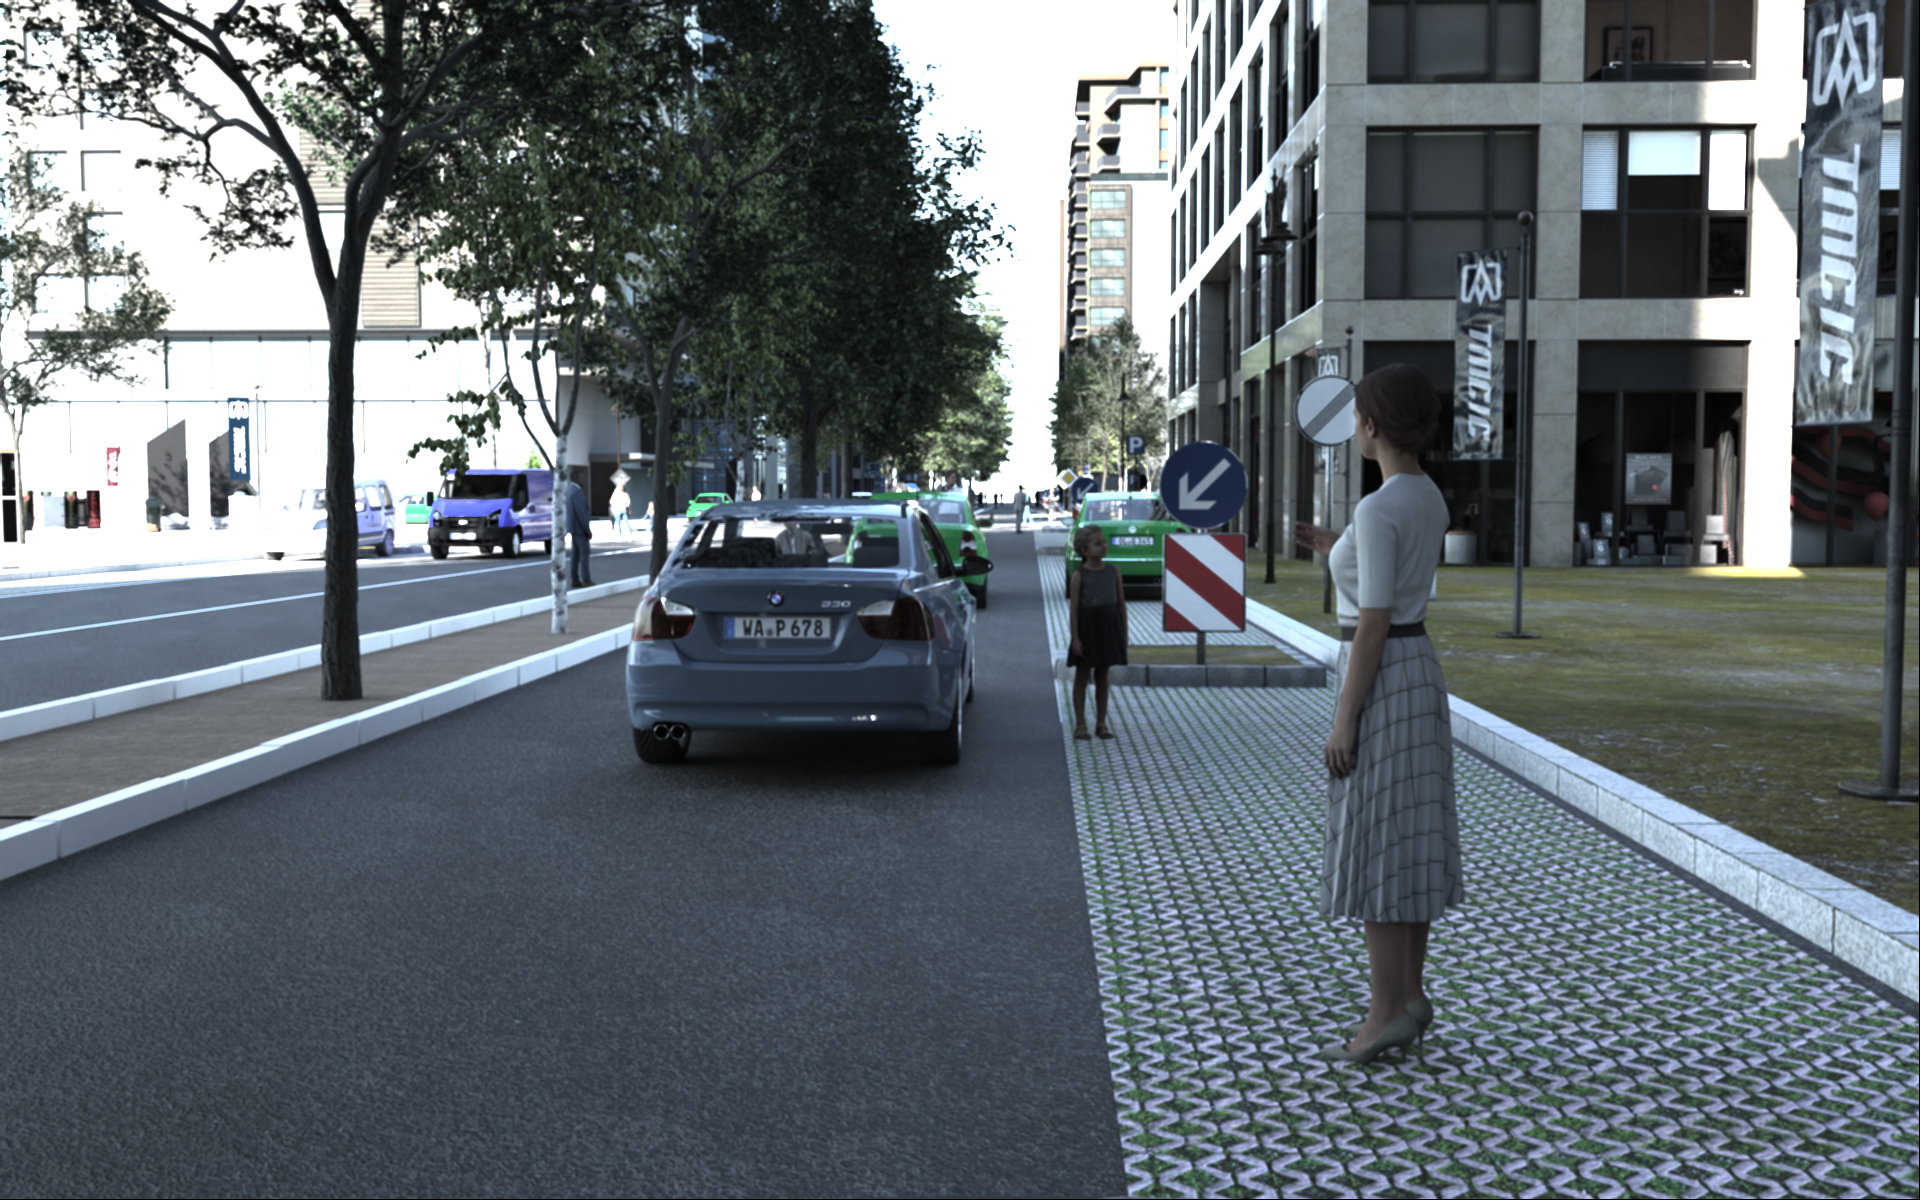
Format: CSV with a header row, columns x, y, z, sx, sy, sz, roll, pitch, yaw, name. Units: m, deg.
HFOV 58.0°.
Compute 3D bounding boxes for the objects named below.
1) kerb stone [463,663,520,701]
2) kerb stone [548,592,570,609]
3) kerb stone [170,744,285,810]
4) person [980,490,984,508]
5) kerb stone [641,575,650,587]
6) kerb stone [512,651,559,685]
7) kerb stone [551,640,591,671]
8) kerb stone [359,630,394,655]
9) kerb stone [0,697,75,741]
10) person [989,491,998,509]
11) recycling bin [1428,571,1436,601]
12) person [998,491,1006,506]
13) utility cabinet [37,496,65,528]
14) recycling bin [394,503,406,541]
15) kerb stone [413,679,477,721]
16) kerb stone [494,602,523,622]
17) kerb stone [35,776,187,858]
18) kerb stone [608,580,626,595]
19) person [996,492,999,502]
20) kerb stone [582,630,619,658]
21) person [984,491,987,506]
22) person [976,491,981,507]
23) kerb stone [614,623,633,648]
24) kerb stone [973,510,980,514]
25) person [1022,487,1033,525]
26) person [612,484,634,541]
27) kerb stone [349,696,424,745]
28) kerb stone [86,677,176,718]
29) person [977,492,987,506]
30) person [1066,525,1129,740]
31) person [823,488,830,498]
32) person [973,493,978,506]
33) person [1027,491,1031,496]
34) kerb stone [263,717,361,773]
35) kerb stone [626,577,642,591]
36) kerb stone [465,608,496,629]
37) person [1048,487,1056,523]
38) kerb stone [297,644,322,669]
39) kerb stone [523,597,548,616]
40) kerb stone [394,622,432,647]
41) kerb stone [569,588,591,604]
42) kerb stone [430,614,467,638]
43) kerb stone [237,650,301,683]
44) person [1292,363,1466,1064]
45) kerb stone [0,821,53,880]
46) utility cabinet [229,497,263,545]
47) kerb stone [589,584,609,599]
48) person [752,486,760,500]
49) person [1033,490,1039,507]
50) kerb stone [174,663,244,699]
x,y,z,sx,sy,sz,roll,pitch,yaw,name
-3.383,0.597,12.438,0.120,0.150,1.000,0,4,2,kerb stone
-5.117,0.035,21.735,0.120,0.150,1.000,0,4,2,kerb stone
-3.539,0.853,8.345,0.120,0.150,1.000,0,4,2,kerb stone
2.284,-10.538,180.799,0.705,1.823,1.348,-1,4,-8,person
-4.907,-0.285,26.863,0.120,0.150,1.000,0,4,2,kerb stone
-3.336,0.534,13.462,0.120,0.150,1.000,0,4,2,kerb stone
-3.293,0.474,14.489,0.120,0.150,1.000,0,4,2,kerb stone
-5.359,0.406,15.576,0.120,0.150,1.000,0,4,2,kerb stone
-5.565,0.720,10.453,0.120,0.150,1.000,0,4,2,kerb stone
3.358,-9.922,171.260,0.750,1.759,0.617,-2,4,-30,person
5.269,-0.515,20.978,0.722,1.027,0.722,-1,4,-22,recycling bin
5.124,-12.595,214.449,1.348,1.821,0.705,2,4,34,person
-34.723,-3.367,66.212,0.306,1.237,1.020,2,4,24,utility cabinet
-15.615,-2.123,47.271,0.722,1.027,0.722,-3,5,-43,recycling bin
-3.420,0.664,11.409,0.120,0.150,1.000,0,4,2,kerb stone
-5.196,0.154,19.678,0.120,0.150,1.000,0,4,2,kerb stone
-3.581,0.910,7.320,0.120,0.150,1.000,0,4,2,kerb stone
-4.992,-0.160,24.813,0.120,0.150,1.000,0,4,2,kerb stone
6.365,-17.730,298.403,1.348,1.821,0.705,-1,4,-15,person
-3.260,0.409,15.511,0.120,0.150,1.000,0,4,2,kerb stone
2.913,-12.063,205.600,0.599,1.838,0.709,-1,4,-23,person
2.252,-11.586,198.073,0.705,1.807,1.348,3,5,40,person
-3.215,0.346,16.537,0.120,0.150,1.000,0,4,2,kerb stone
1.266,-6.580,129.772,0.120,0.150,1.000,0,4,2,kerb stone
3.097,-4.445,81.517,0.721,1.781,0.623,-2,4,-29,person
-10.215,-2.665,52.668,0.593,1.750,0.643,-3,5,-42,person
-3.464,0.727,10.388,0.120,0.150,1.000,0,4,2,kerb stone
-5.522,0.657,11.477,0.120,0.150,1.000,0,4,2,kerb stone
2.312,-10.916,187.695,1.217,1.735,0.721,1,4,20,person
0.810,0.187,10.117,0.362,1.253,0.373,-1,4,-14,person
-7.465,-5.403,97.423,0.593,1.750,0.643,2,4,30,person
1.681,-12.019,205.085,0.705,1.814,1.350,-3,5,-42,person
8.136,-12.031,205.651,0.683,1.767,0.568,-1,4,-15,person
-3.506,0.785,9.366,0.120,0.150,1.000,0,4,2,kerb stone
-4.956,-0.220,25.841,0.120,0.150,1.000,0,4,2,kerb stone
-5.239,0.222,18.657,0.120,0.150,1.000,0,4,2,kerb stone
4.572,-4.694,85.797,0.362,1.759,0.519,2,4,27,person
-5.401,0.468,14.550,0.120,0.150,1.000,0,4,2,kerb stone
-5.150,0.093,20.704,0.120,0.150,1.000,0,4,2,kerb stone
-5.320,0.350,16.602,0.120,0.150,1.000,0,4,2,kerb stone
-5.070,-0.035,22.770,0.120,0.150,1.000,0,4,2,kerb stone
-5.273,0.280,17.634,0.120,0.150,1.000,0,4,2,kerb stone
-5.436,0.532,13.529,0.120,0.150,1.000,0,4,2,kerb stone
1.024,0.283,4.443,0.524,1.755,0.480,2,4,34,person
-3.623,0.975,6.299,0.120,0.150,1.000,0,4,2,kerb stone
-18.069,-2.001,43.879,1.020,1.237,0.306,2,4,34,utility cabinet
-5.035,-0.098,23.792,0.120,0.150,1.000,0,4,2,kerb stone
-9.835,-4.564,83.134,0.555,1.821,0.388,2,4,29,person
7.877,-10.251,175.728,1.348,1.869,0.705,-3,4,-38,person
-5.475,0.599,12.505,0.120,0.150,1.000,0,4,2,kerb stone
